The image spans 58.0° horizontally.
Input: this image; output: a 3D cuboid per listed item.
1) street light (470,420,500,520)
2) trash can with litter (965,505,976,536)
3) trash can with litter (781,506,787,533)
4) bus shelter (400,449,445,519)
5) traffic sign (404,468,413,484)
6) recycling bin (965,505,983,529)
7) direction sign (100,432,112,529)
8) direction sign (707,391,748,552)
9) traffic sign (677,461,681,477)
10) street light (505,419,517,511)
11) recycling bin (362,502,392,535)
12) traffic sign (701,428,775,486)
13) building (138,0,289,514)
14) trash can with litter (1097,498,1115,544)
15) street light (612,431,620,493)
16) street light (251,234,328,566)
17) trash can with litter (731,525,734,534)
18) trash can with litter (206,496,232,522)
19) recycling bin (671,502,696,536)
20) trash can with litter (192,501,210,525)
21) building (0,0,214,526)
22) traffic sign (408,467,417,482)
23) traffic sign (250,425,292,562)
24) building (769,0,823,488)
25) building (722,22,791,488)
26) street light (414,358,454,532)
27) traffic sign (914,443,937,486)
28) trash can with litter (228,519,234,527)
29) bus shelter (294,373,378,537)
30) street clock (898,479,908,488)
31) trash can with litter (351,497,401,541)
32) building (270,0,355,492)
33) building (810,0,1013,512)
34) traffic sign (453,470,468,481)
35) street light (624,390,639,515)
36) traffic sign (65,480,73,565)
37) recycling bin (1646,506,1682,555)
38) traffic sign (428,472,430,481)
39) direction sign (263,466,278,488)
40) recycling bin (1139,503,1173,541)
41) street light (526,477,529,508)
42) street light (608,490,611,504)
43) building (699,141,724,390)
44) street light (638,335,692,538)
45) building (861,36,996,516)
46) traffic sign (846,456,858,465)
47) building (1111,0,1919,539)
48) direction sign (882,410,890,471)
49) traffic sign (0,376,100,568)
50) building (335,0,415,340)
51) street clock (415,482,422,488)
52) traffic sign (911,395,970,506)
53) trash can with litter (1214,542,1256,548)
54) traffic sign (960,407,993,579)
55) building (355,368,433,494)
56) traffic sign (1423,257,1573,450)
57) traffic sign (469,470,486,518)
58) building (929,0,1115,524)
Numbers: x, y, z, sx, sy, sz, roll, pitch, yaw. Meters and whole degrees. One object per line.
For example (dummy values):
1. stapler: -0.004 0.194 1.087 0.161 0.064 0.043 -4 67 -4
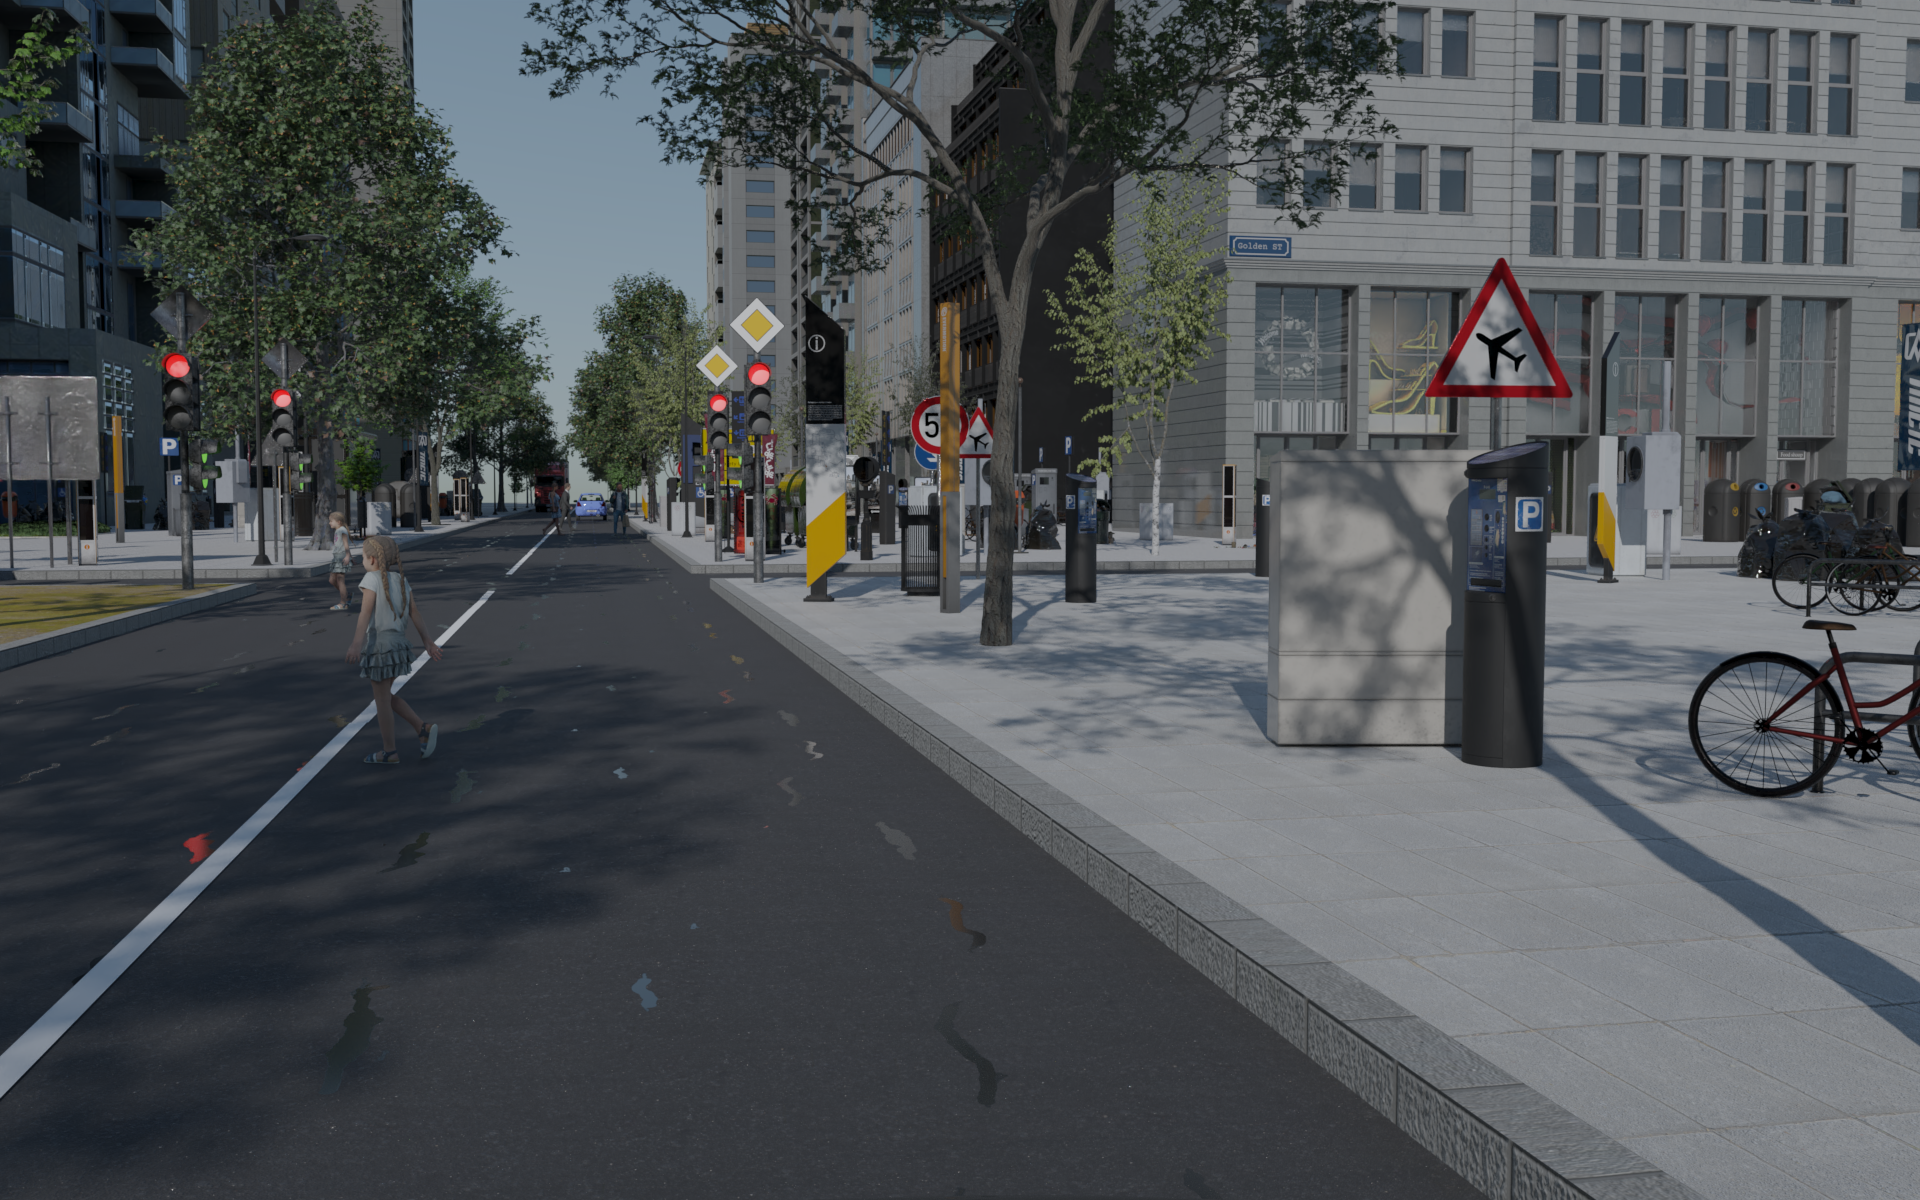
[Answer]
1. street light: -23.472 -6.887 85.139 1.470 5.913 1.316 -1 4 -12
2. trash can with litter: 0.421 -2.589 53.380 1.678 1.210 2.233 -1 4 -18
3. trash can with litter: -6.352 -2.871 58.001 2.233 1.210 1.678 1 4 10
4. bus shelter: -27.985 -6.063 90.418 1.731 3.624 6.357 -1 4 -12
5. traffic sign: -26.740 -5.167 84.584 0.768 2.556 0.104 0 4 -5
6. recycling bin: 0.531 -3.091 63.085 0.722 1.027 0.722 0 4 -1
7. direction sign: -31.367 -4.375 63.528 0.379 3.537 0.876 -1 4 -12
8. direction sign: -5.104 -2.820 38.101 0.876 3.537 0.379 0 4 -1
9. traffic sign: -9.681 -3.771 61.770 0.768 2.556 0.104 0 4 -5
10. street light: -28.075 -8.194 106.507 1.470 5.913 1.316 -1 4 -12
11. recycling bin: -18.297 -2.551 54.266 0.722 1.027 0.722 -3 5 -43
12. traffic sign: -6.818 -3.632 53.256 2.265 3.308 0.079 0 4 -7
13. building: -59.148 -31.924 111.203 28.713 52.752 27.495 -1 4 -12
14. trash can with litter: 3.614 -2.032 44.618 0.624 1.170 1.055 1 4 21
15. street light: -20.232 -8.114 105.208 1.470 5.913 1.316 -1 4 -12
16. street light: -11.999 -3.577 31.020 1.470 5.913 1.316 -1 4 -12
17. trash can with litter: -7.687 -2.720 55.853 1.055 1.170 0.624 0 4 -5
18. trash can with litter: -34.723 -4.234 80.288 1.678 1.210 2.233 -2 4 -25
19. recycling bin: -8.514 -2.495 53.344 0.722 1.027 0.722 -1 4 -9
20. trash can with litter: -30.279 -3.489 68.433 0.624 1.170 1.055 2 4 35
21. building: -47.787 -46.811 78.032 22.319 86.520 31.000 -1 4 -12
22. traffic sign: -24.723 -4.834 79.043 0.884 2.594 0.081 0 4 -7
23. traffic sign: -12.853 -1.987 32.489 0.884 2.594 0.081 0 4 -4
24. building: -6.609 -44.114 159.522 20.563 71.187 20.611 -1 4 -12
25. building: -20.292 -41.812 225.624 21.231 58.520 28.212 -1 4 -12
26. street light: -17.729 -5.252 58.419 1.470 5.913 1.316 -1 4 -12
27. traffic sign: -0.584 -2.225 36.491 0.768 2.556 0.104 0 4 -7
28. trash can with litter: -28.087 -3.454 67.860 0.624 1.170 1.055 2 4 29
29. bus shelter: -20.619 -4.817 56.396 2.179 5.291 8.768 -1 4 -12
30. street clock: -2.695 -4.720 81.737 0.358 2.002 0.471 -3 4 -38
31. trash can with litter: -16.663 -2.281 48.355 1.678 1.210 2.233 -2 4 -31
32. building: -60.170 -30.450 147.974 14.600 45.320 14.200 -1 4 -12
33. building: 0.390 -31.539 135.263 23.786 49.044 30.456 -1 4 -12
34. traffic sign: -26.268 -5.561 91.026 0.768 2.556 0.104 0 4 -8
35. street light: -14.347 -6.442 77.875 1.470 5.913 1.316 -1 4 -12
36. traffic sign: -16.184 -1.915 31.420 0.768 2.556 0.104 0 4 -5
37. recycling bin: 14.961 -1.497 37.027 0.722 1.027 0.722 1 4 9
38. traffic sign: -24.819 -4.830 81.101 0.606 2.300 0.079 -1 4 -9
39. direction sign: -33.364 -5.613 83.770 0.876 3.537 0.379 1 4 17
40. recycling bin: 5.463 -2.179 48.185 0.722 1.027 0.722 -1 4 -21
41. street light: -33.834 -9.855 133.664 1.470 5.913 1.316 -1 4 -12
42. street light: -24.742 -9.403 126.276 1.470 5.913 1.316 -1 4 -12
43. building: -22.757 -40.670 254.189 28.713 52.752 27.495 -1 4 -12
44. street light: -8.588 -4.789 50.848 1.470 5.913 1.316 -1 4 -12
45. building: 1.790 -17.297 100.832 12.078 24.808 19.932 -1 4 -12
46. traffic sign: -2.983 -2.662 45.650 0.606 2.300 0.079 0 4 -3
47. building: 20.833 -17.084 56.815 29.804 29.767 11.434 -1 4 -12
48. direction sign: -2.019 -3.378 47.233 0.379 3.537 0.876 1 4 11
49. traffic sign: -16.103 -2.207 29.956 2.265 3.308 0.079 -1 4 -10
50. building: -81.367 -48.526 231.649 20.563 71.187 20.611 -1 4 -12
51. street clock: -26.051 -4.808 83.183 0.358 2.002 0.471 1 4 15
52. traffic sign: -0.260 -1.368 22.470 0.768 2.556 0.104 0 4 -5
53. trash can with litter: 7.176 -1.840 41.135 2.233 1.210 1.678 1 4 14
54. traffic sign: 0.271 -1.589 25.980 0.884 2.594 0.081 -1 4 -10
55. building: -79.148 -22.222 208.373 27.650 21.520 28.899 -1 4 -12
56. traffic sign: 2.970 -0.589 9.627 0.884 2.594 0.081 -1 4 -11
57. traffic sign: -25.496 -5.602 91.602 0.884 2.594 0.081 -1 4 -11
58. building: 6.077 -15.503 83.144 12.332 23.373 15.834 -1 4 -12
